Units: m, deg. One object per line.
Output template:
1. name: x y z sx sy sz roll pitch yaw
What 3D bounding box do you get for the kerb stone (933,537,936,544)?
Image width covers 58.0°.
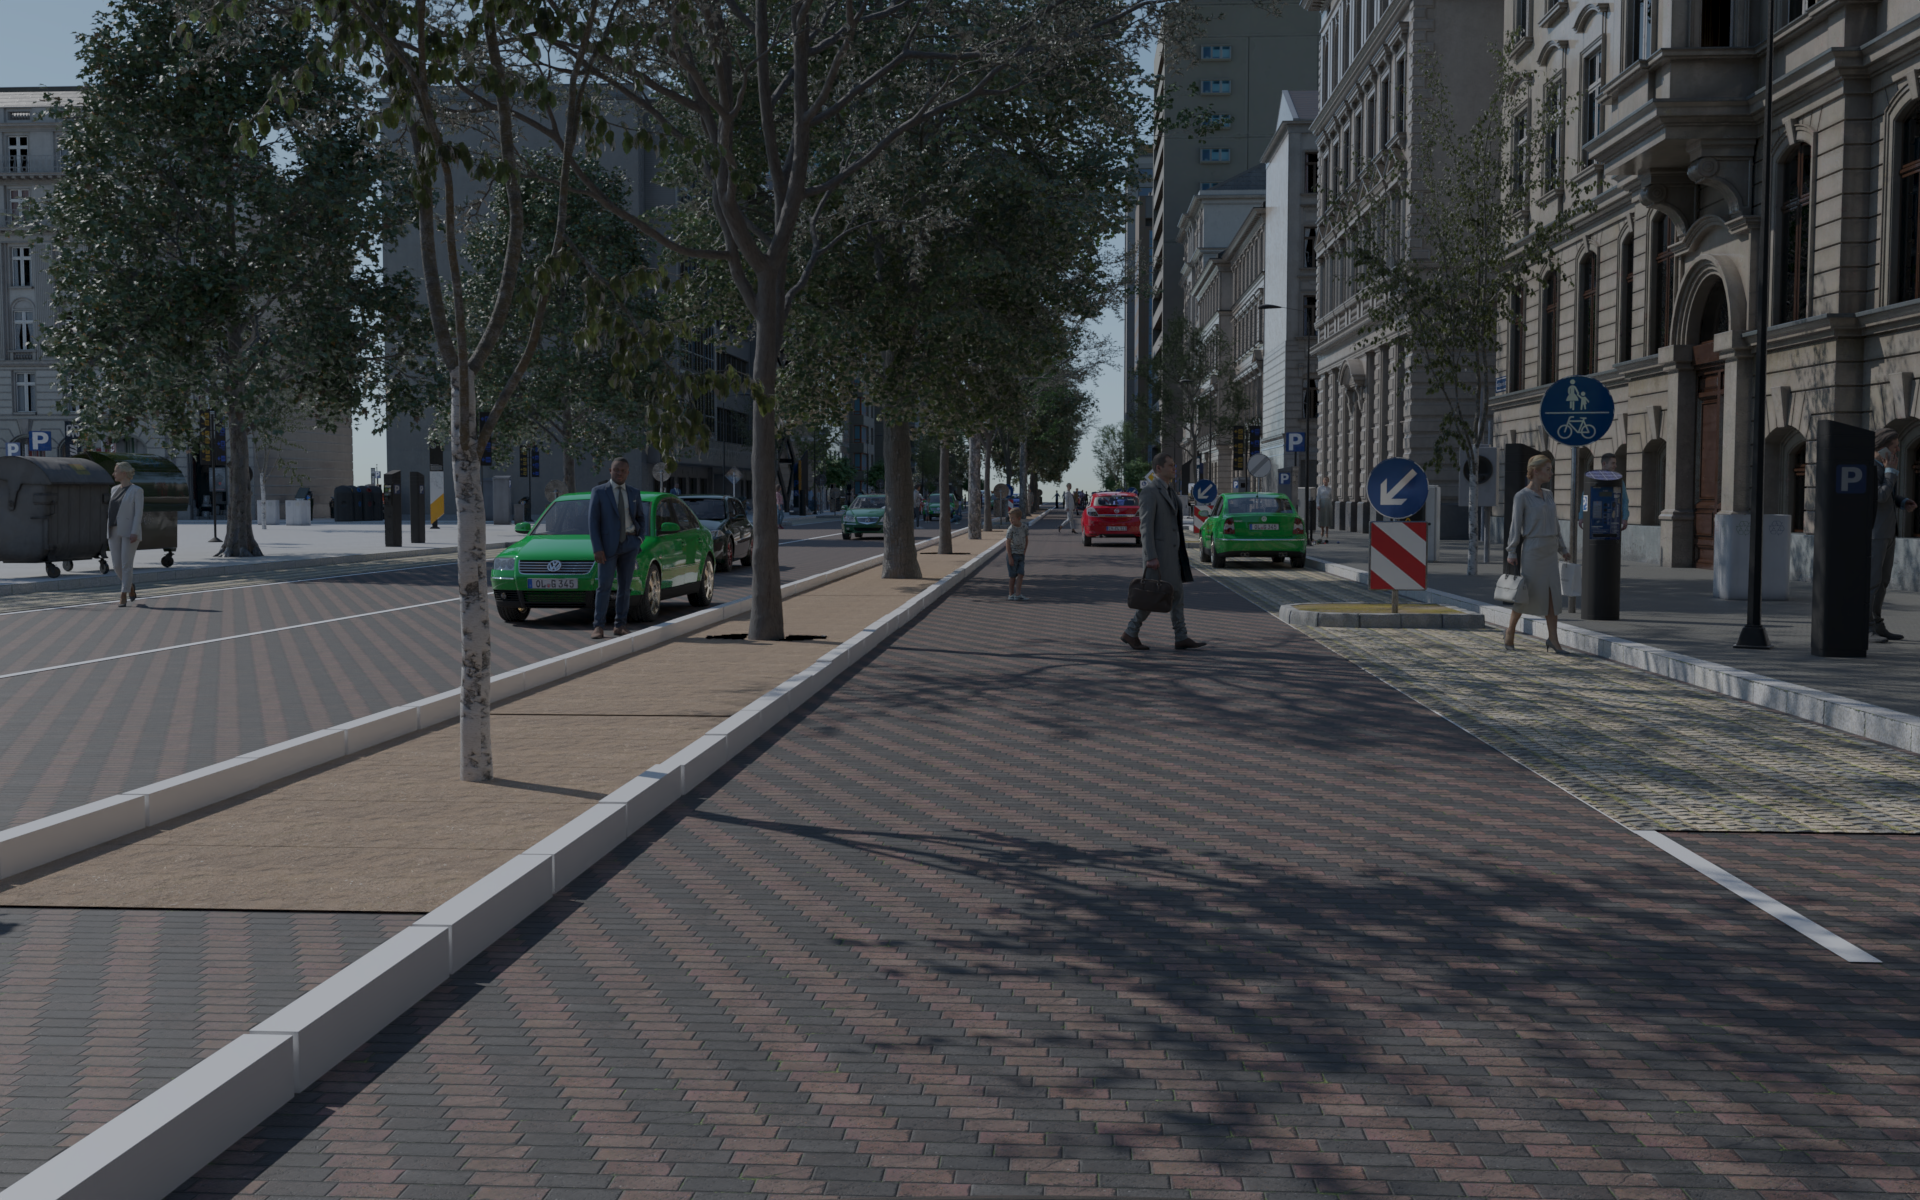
1. kerb stone: -0.850 -1.628 48.817 0.120 0.150 1.000 0 4 4

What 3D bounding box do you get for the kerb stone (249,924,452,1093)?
1. kerb stone: -1.607 1.074 4.639 0.120 0.150 1.000 0 4 4

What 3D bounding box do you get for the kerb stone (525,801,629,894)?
1. kerb stone: -1.479 0.953 6.701 0.120 0.150 1.000 0 4 4

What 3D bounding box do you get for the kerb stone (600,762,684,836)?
1. kerb stone: -1.415 0.885 7.721 0.120 0.150 1.000 0 4 4

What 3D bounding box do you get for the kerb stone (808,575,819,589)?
1. kerb stone: -2.307 -0.250 26.321 0.120 0.150 1.000 0 4 4

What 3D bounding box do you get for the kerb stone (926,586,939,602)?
1. kerb stone: -0.410 -0.055 23.094 0.120 0.150 1.000 0 4 4

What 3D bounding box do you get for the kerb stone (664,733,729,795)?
1. kerb stone: -1.339 0.828 8.747 0.120 0.150 1.000 0 4 4

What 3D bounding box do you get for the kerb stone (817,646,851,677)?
1. kerb stone: -1.018 0.510 13.853 0.120 0.150 1.000 0 4 4

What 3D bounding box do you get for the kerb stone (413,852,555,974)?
1. kerb stone: -1.541 1.011 5.664 0.120 0.150 1.000 0 4 4

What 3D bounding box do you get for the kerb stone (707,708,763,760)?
1. kerb stone: -1.273 0.760 9.767 0.120 0.150 1.000 0 4 4

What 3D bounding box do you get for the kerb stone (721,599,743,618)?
1. kerb stone: -2.708 0.124 20.174 0.120 0.150 1.000 0 4 4

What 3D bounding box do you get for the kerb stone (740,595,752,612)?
1. kerb stone: -2.642 0.061 21.194 0.120 0.150 1.000 0 4 4

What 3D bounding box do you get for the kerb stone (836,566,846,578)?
1. kerb stone: -2.110 -0.439 29.391 0.120 0.150 1.000 0 4 4

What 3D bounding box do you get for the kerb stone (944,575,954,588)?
1. kerb stone: -0.216 -0.243 26.162 0.120 0.150 1.000 0 4 4

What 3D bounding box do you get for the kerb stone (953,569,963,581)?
1. kerb stone: -0.080 -0.364 28.203 0.120 0.150 1.000 0 4 4

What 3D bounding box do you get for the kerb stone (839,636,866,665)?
1. kerb stone: -0.947 0.448 14.879 0.120 0.150 1.000 0 4 4

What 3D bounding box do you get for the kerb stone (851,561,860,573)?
1. kerb stone: -1.979 -0.565 31.433 0.120 0.150 1.000 0 4 4

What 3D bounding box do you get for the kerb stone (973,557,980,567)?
1. kerb stone: 0.250 -0.678 33.316 0.120 0.150 1.000 0 4 4

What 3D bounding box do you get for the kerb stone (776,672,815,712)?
1. kerb stone: -1.140 0.635 11.807 0.120 0.150 1.000 0 4 4

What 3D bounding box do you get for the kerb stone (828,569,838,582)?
1. kerb stone: -2.170 -0.372 28.367 0.120 0.150 1.000 0 4 4

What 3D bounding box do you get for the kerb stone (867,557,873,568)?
1. kerb stone: -1.848 -0.689 33.476 0.120 0.150 1.000 0 4 4

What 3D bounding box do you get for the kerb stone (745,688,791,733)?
1. kerb stone: -1.209 0.698 10.787 0.120 0.150 1.000 0 4 4

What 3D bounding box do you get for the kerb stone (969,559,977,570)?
1. kerb stone: 0.181 -0.617 32.283 0.120 0.150 1.000 0 4 4

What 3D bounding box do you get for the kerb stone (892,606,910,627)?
1. kerb stone: -0.678 0.199 18.969 0.120 0.150 1.000 0 4 4

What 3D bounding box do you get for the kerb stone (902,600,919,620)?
1. kerb stone: -0.605 0.134 20.009 0.120 0.150 1.000 0 4 4

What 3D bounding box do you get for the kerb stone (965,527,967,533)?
1. kerb stone: 0.081 -2.504 63.140 0.120 0.150 1.000 0 4 4

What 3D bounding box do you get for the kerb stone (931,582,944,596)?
1. kerb stone: -0.355 -0.118 24.121 0.120 0.150 1.000 0 4 4

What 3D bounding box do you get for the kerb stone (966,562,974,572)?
1. kerb stone: 0.124 -0.555 31.262 0.120 0.150 1.000 0 4 4

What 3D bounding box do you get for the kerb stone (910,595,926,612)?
1. kerb stone: -0.550 0.071 21.037 0.120 0.150 1.000 0 4 4

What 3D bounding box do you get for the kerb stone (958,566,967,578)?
1. kerb stone: -0.020 -0.430 29.223 0.120 0.150 1.000 0 4 4

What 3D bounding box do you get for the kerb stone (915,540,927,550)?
1. kerb stone: -1.047 -1.436 45.750 0.120 0.150 1.000 0 4 4

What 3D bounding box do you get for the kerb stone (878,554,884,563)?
1. kerb stone: -1.718 -0.814 35.532 0.120 0.150 1.000 0 4 4

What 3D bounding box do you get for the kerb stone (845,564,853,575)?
1. kerb stone: -2.041 -0.500 30.413 0.120 0.150 1.000 0 4 4

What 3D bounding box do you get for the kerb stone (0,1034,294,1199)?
1. kerb stone: -1.675 1.137 3.619 0.120 0.150 1.000 0 4 4

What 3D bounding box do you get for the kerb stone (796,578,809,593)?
1. kerb stone: -2.372 -0.190 25.297 0.120 0.150 1.000 0 4 4

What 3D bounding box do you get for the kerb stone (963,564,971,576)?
1. kerb stone: 0.059 -0.492 30.242 0.120 0.150 1.000 0 4 4

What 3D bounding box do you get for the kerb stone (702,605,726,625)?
1. kerb stone: -2.779 0.187 19.150 0.120 0.150 1.000 0 4 4

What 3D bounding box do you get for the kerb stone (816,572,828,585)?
1. kerb stone: -2.248 -0.315 27.341 0.120 0.150 1.000 0 4 4

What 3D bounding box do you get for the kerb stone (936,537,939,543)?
1. kerb stone: -0.781 -1.682 49.842 0.120 0.150 1.000 0 4 4

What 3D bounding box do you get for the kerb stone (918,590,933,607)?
1. kerb stone: -0.478 0.008 22.070 0.120 0.150 1.000 0 4 4

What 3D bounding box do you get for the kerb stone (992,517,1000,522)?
1. kerb stone: 1.902 -4.229 91.345 0.120 0.150 1.000 0 4 4

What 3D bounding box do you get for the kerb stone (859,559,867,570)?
1. kerb stone: -1.916 -0.627 32.454 0.120 0.150 1.000 0 4 4

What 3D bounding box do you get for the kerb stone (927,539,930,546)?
1. kerb stone: -0.983 -1.503 46.776 0.120 0.150 1.000 0 4 4

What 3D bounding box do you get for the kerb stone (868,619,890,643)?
1. kerb stone: -0.824 0.323 16.921 0.120 0.150 1.000 0 4 4

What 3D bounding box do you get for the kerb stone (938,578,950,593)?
1. kerb stone: -0.280 -0.178 25.140 0.120 0.150 1.000 0 4 4

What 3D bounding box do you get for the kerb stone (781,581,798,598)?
1. kerb stone: -2.447 -0.126 24.272 0.120 0.150 1.000 0 4 4

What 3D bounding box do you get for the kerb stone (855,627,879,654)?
1. kerb stone: -0.878 0.385 15.899 0.120 0.150 1.000 0 4 4

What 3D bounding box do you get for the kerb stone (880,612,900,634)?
1. kerb stone: -0.754 0.260 17.949 0.120 0.150 1.000 0 4 4

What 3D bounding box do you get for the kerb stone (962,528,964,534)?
1. kerb stone: -0.054 -2.379 61.100 0.120 0.150 1.000 0 4 4

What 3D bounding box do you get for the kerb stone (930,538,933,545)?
1. kerb stone: -0.913 -1.566 47.796 0.120 0.150 1.000 0 4 4

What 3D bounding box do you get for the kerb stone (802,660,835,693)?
1. kerb stone: -1.076 0.584 12.828 0.120 0.150 1.000 0 4 4

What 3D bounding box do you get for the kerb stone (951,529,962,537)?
1. kerb stone: -0.119 -2.315 60.076 0.120 0.150 1.000 0 4 4

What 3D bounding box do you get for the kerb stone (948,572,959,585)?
1. kerb stone: -0.152 -0.305 27.183 0.120 0.150 1.000 0 4 4

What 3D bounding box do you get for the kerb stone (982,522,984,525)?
1. kerb stone: 1.244 -3.604 81.115 0.120 0.150 1.000 0 4 4

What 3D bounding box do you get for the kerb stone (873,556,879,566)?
1. kerb stone: -1.776 -0.753 34.511 0.120 0.150 1.000 0 4 4
